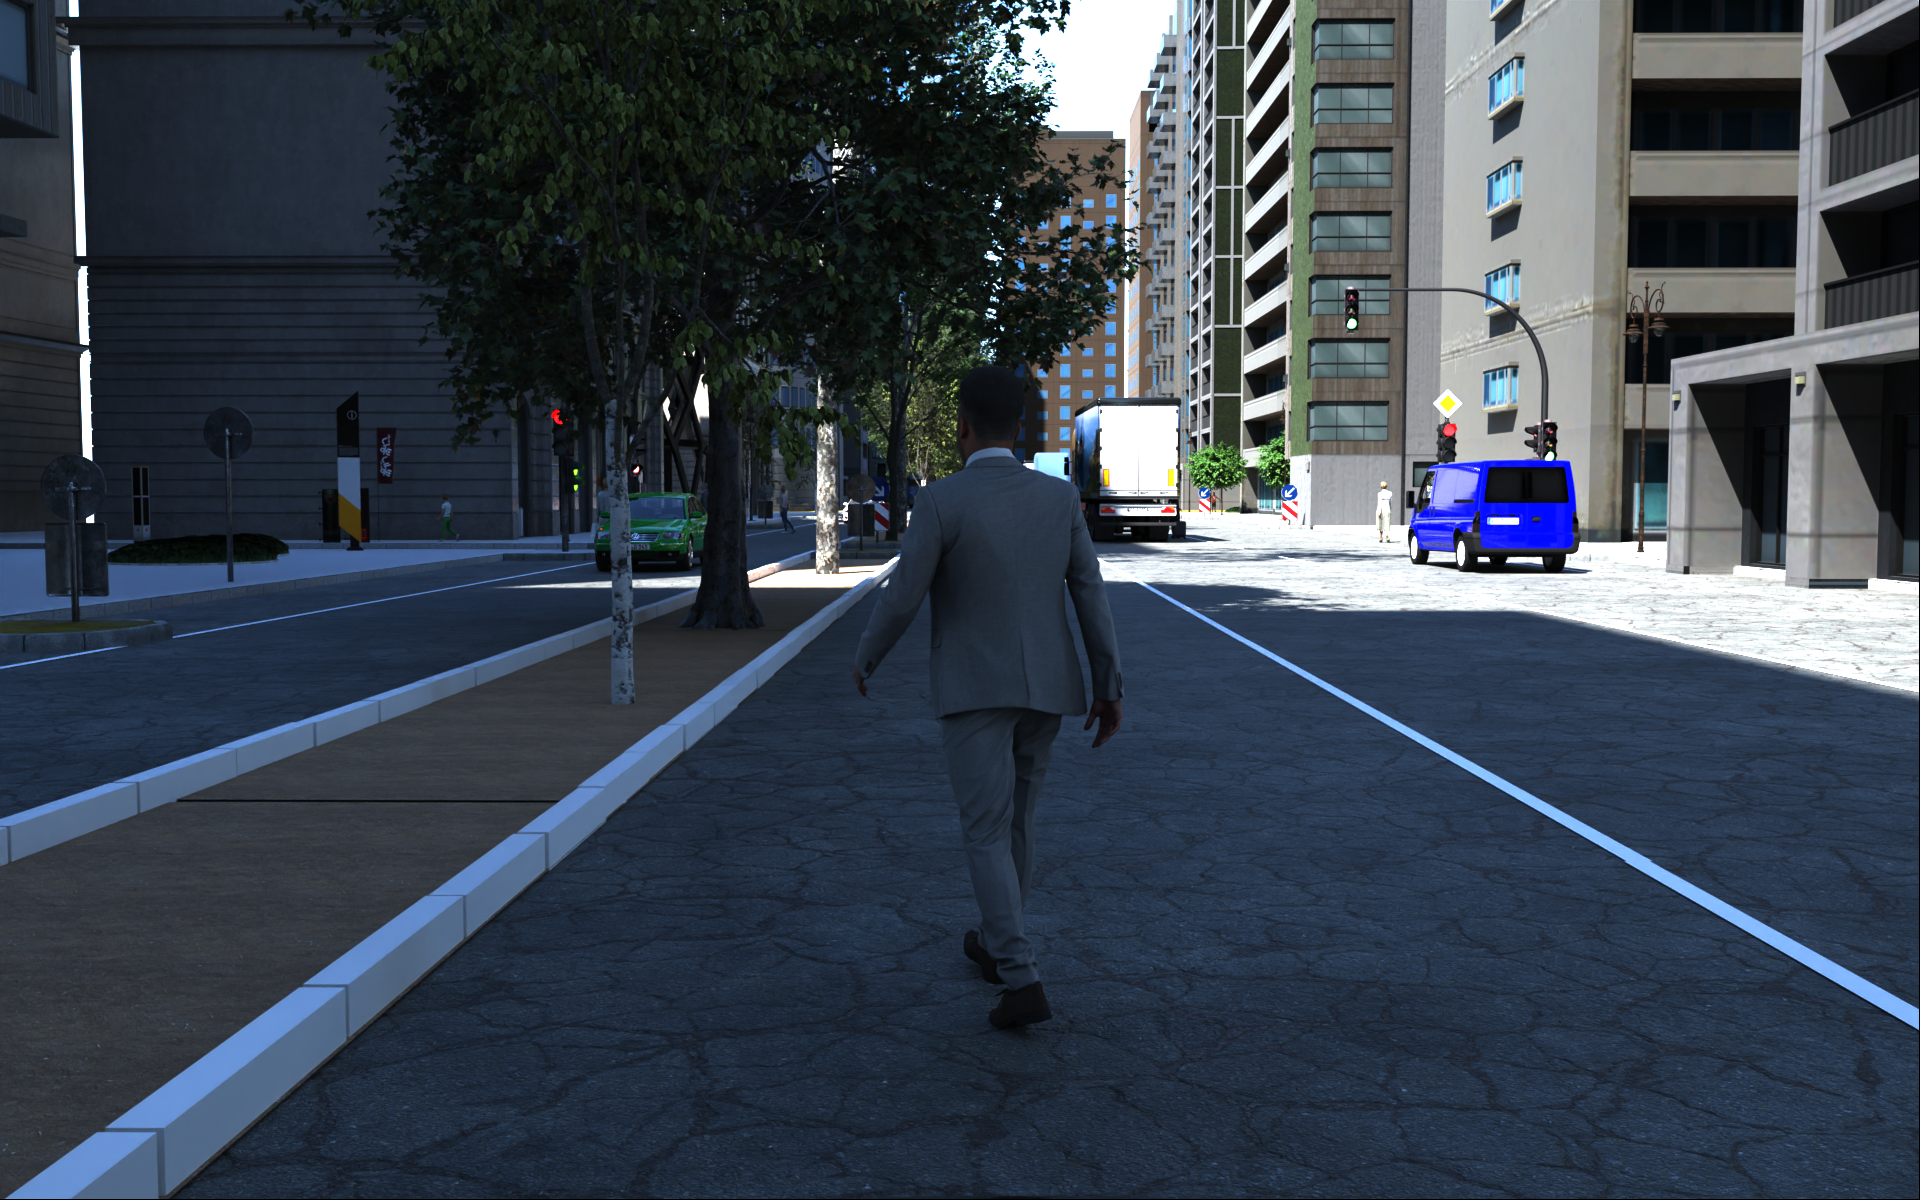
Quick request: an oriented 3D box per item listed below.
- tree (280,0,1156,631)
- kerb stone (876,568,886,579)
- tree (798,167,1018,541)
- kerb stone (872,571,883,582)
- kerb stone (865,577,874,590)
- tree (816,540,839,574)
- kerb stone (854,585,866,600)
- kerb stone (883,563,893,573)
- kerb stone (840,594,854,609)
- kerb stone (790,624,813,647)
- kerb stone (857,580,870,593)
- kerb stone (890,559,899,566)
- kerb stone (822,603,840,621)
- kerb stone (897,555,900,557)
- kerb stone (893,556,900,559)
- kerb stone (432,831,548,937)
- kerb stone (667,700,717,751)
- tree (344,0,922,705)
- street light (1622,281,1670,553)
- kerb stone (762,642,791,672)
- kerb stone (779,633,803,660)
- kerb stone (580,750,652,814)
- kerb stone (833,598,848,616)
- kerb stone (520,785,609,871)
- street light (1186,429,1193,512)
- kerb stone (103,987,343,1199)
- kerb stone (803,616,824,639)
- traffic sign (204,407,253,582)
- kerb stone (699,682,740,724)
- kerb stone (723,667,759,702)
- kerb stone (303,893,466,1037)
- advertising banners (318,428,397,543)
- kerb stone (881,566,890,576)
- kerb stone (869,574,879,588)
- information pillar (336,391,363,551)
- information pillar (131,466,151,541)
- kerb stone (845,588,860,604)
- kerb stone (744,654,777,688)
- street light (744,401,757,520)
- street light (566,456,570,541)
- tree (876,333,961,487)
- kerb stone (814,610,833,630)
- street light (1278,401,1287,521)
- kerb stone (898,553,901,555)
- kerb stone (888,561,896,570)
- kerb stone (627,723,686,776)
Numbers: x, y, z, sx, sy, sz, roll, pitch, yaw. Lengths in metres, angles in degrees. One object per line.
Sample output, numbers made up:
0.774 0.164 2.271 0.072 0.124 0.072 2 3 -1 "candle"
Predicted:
-2.531 -6.052 18.422 9.611 12.733 9.660 0 3 0 "tree"
-1.350 -0.393 28.614 0.120 0.150 1.000 0 4 1 "kerb stone"
-1.927 -7.513 51.044 9.928 11.665 9.643 0 3 0 "tree"
-1.364 -0.327 27.591 0.120 0.150 1.000 0 4 1 "kerb stone"
-1.390 -0.202 25.543 0.120 0.150 1.000 0 4 1 "kerb stone"
-3.564 -10.569 31.143 12.611 20.169 13.585 0 3 0 "tree"
-1.409 -0.072 23.492 0.120 0.150 1.000 0 4 1 "kerb stone"
-1.320 -0.518 30.658 0.120 0.150 1.000 0 4 1 "kerb stone"
-1.441 0.058 21.435 0.120 0.150 1.000 0 4 1 "kerb stone"
-1.515 0.361 16.291 0.120 0.150 1.000 0 4 1 "kerb stone"
-1.403 -0.142 24.514 0.120 0.150 1.000 0 4 1 "kerb stone"
-1.294 -0.638 32.715 0.120 0.150 1.000 0 4 1 "kerb stone"
-1.477 0.173 19.374 0.120 0.150 1.000 0 4 1 "kerb stone"
-1.270 -0.769 34.762 0.120 0.150 1.000 0 4 1 "kerb stone"
-1.282 -0.706 33.737 0.120 0.150 1.000 0 4 1 "kerb stone"
-1.637 0.990 6.056 0.120 0.150 1.000 0 4 1 "kerb stone"
-1.578 0.737 10.148 0.120 0.150 1.000 0 4 1 "kerb stone"
-2.255 -3.576 11.282 4.737 8.622 4.395 0 3 0 "tree"
14.905 -3.973 37.745 0.468 5.910 1.993 0 4 1 "street light"
-1.530 0.486 14.241 0.120 0.150 1.000 0 4 1 "kerb stone"
-1.515 0.424 15.268 0.120 0.150 1.000 0 4 1 "kerb stone"
-1.611 0.862 8.103 0.120 0.150 1.000 0 4 1 "kerb stone"
-1.449 0.109 20.406 0.120 0.150 1.000 0 4 1 "kerb stone"
-1.615 0.926 7.080 0.120 0.150 1.000 0 4 1 "kerb stone"
16.029 -9.056 120.860 0.468 5.910 1.993 0 4 1 "street light"
-1.664 1.112 4.007 0.120 0.150 1.000 0 4 1 "kerb stone"
-1.494 0.298 17.318 0.120 0.150 1.000 0 4 1 "kerb stone"
-10.684 -1.541 25.295 0.768 2.556 0.104 0 4 7 "traffic sign"
-1.564 0.674 11.171 0.120 0.150 1.000 0 4 1 "kerb stone"
-1.558 0.611 12.198 0.120 0.150 1.000 0 4 1 "kerb stone"
-1.653 1.050 5.034 0.120 0.150 1.000 0 4 1 "kerb stone"
-15.846 -3.022 45.605 2.074 3.025 0.090 0 4 -1 "advertising banners"
-1.336 -0.450 29.636 0.120 0.150 1.000 0 4 1 "kerb stone"
-1.367 -0.267 26.567 0.120 0.150 1.000 0 4 1 "kerb stone"
-13.833 -2.929 39.238 0.504 3.616 0.183 -2 4 -28 "information pillar"
-21.636 -2.524 45.754 0.304 2.012 0.304 1 4 14 "information pillar"
-1.428 -0.014 22.457 0.120 0.150 1.000 0 4 1 "kerb stone"
-1.539 0.549 13.220 0.120 0.150 1.000 0 4 1 "kerb stone"
-10.281 -6.865 85.037 0.468 5.910 1.993 0 4 1 "street light"
-10.682 -4.532 46.885 0.468 5.910 1.993 0 4 1 "street light"
-1.614 -7.333 72.710 4.360 8.622 3.978 0 3 0 "tree"
-1.481 0.239 18.344 0.120 0.150 1.000 0 4 1 "kerb stone"
15.508 -6.711 82.507 0.468 5.910 1.993 0 4 1 "street light"
-1.263 -0.831 35.784 0.120 0.150 1.000 0 4 1 "kerb stone"
-1.308 -0.579 31.680 0.120 0.150 1.000 0 4 1 "kerb stone"
-1.606 0.800 9.125 0.120 0.150 1.000 0 4 1 "kerb stone"
